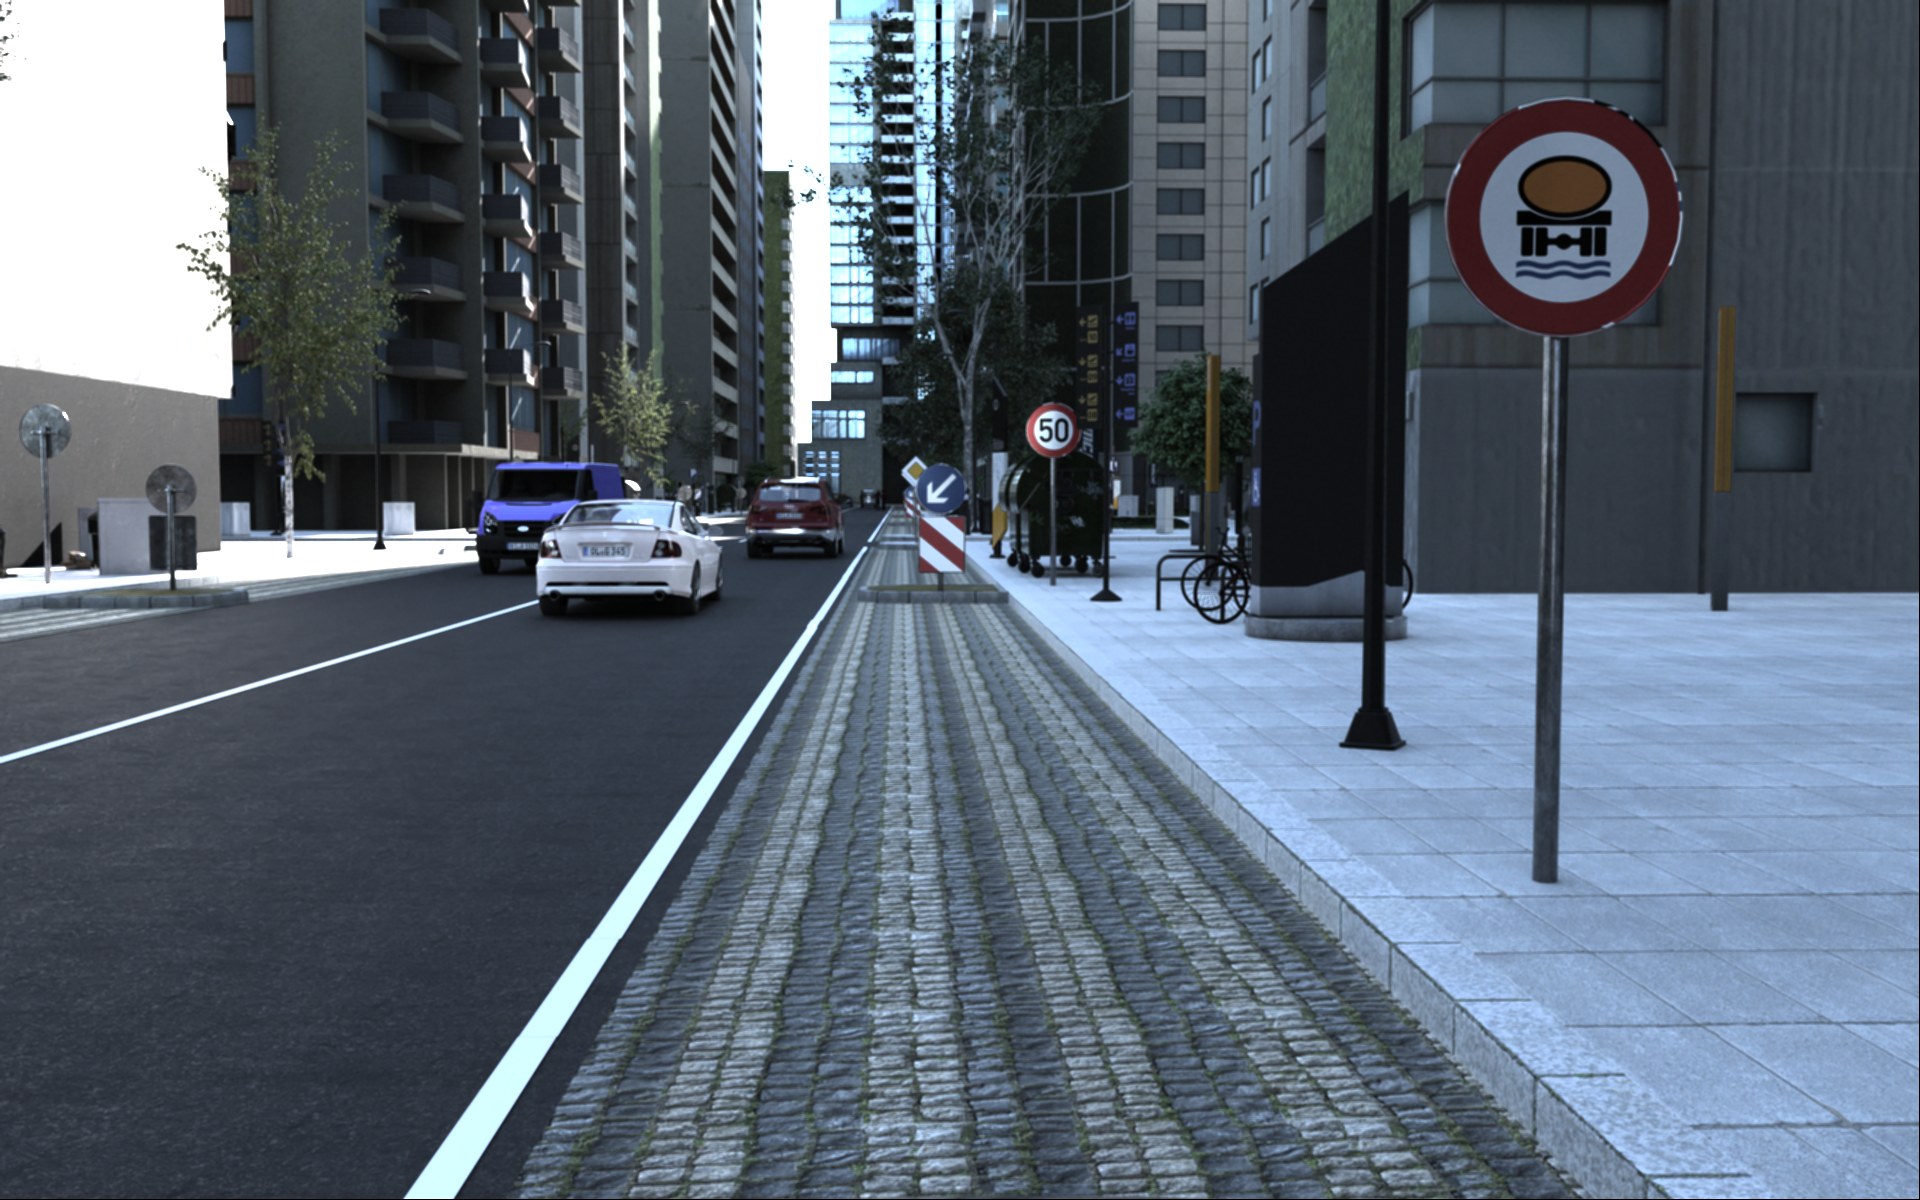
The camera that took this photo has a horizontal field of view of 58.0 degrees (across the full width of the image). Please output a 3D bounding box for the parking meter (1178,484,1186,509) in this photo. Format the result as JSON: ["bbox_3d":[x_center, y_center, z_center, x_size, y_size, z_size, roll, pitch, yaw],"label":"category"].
[{"bbox_3d":[12.665,-5.697,98.862,0.399,1.863,0.255,1,4,19],"label":"parking meter"}]

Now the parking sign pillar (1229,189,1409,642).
[{"bbox_3d":[3.306,-1.657,15.564,1.447,3.967,1.447,0,4,-2],"label":"parking sign pillar"}]

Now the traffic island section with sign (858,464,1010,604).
[{"bbox_3d":[-0.379,-0.907,23.454,1.989,1.847,2.006,0,4,-2],"label":"traffic island section with sign"}]

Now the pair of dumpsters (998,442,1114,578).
[{"bbox_3d":[1.534,-1.589,28.467,1.574,2.255,4.437,0,4,-2],"label":"pair of dumpsters"}]

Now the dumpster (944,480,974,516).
[{"bbox_3d":[-0.158,-4.617,77.976,1.502,2.255,1.985,0,4,-2],"label":"dumpster"}]

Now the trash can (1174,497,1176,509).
[{"bbox_3d":[12.408,-5.528,102.034,0.748,1.137,0.748,0,3,0],"label":"trash can"}]

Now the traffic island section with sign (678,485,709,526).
[{"bbox_3d":[-12.299,-4.219,77.609,1.989,1.847,2.006,0,4,-2],"label":"traffic island section with sign"}]

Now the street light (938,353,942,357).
[{"bbox_3d":[-0.033,-5.176,57.171,1.470,5.913,1.316,0,4,-2],"label":"street light"}]

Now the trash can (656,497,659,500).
[{"bbox_3d":[-17.478,-5.486,101.349,0.748,1.137,0.748,0,3,0],"label":"trash can"}]

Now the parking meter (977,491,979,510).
[{"bbox_3d":[0.931,-5.692,101.475,0.372,1.533,0.369,0,3,0],"label":"parking meter"}]

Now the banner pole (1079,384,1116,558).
[{"bbox_3d":[2.706,-2.728,34.612,0.863,3.779,0.401,-1,4,-13],"label":"banner pole"}]

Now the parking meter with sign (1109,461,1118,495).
[{"bbox_3d":[7.659,-5.804,91.148,0.543,3.016,1.738,-1,4,-23],"label":"parking meter with sign"}]

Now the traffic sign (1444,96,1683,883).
[{"bbox_3d":[1.941,-0.340,5.668,0.768,2.556,0.104,0,3,0],"label":"traffic sign"}]

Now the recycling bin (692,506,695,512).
[{"bbox_3d":[-18.422,-6.693,121.984,0.722,1.027,0.722,-1,4,-22],"label":"recycling bin"}]

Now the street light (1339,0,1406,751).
[{"bbox_3d":[1.563,-2.208,8.640,1.470,5.913,1.316,0,4,-2],"label":"street light"}]

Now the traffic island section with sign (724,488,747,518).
[{"bbox_3d":[-13.229,-5.893,104.982,1.989,1.847,2.006,0,4,-2],"label":"traffic island section with sign"}]

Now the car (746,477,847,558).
[{"bbox_3d":[-3.795,-1.940,40.400,2.281,1.827,5.304,0,4,-1],"label":"car"}]

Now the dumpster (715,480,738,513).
[{"bbox_3d":[-16.176,-7.181,119.904,1.502,2.255,1.985,0,4,-2],"label":"dumpster"}]

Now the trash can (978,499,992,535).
[{"bbox_3d":[0.901,-2.647,54.932,0.748,1.137,0.748,0,3,0],"label":"trash can"}]

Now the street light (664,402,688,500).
[{"bbox_3d":[-14.453,-7.055,87.886,1.470,5.913,1.316,0,4,-2],"label":"street light"}]

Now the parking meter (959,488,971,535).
[{"bbox_3d":[0.144,-2.788,53.998,0.372,1.533,0.369,0,3,0],"label":"parking meter"}]

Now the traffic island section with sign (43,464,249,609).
[{"bbox_3d":[-10.412,-0.845,22.438,1.989,1.847,2.006,0,4,-2],"label":"traffic island section with sign"}]

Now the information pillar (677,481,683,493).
[{"bbox_3d":[-16.196,-5.864,100.370,0.304,2.012,0.304,0,4,1],"label":"information pillar"}]

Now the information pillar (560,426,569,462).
[{"bbox_3d":[-13.814,-4.208,60.150,0.183,3.616,0.504,-1,4,-17],"label":"information pillar"}]

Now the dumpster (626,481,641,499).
[{"bbox_3d":[-14.565,-4.229,74.906,1.264,1.857,1.865,0,4,-2],"label":"dumpster"}]

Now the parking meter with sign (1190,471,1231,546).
[{"bbox_3d":[6.386,-2.903,43.726,0.543,3.016,1.738,2,4,33],"label":"parking meter with sign"}]

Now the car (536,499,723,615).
[{"bbox_3d":[-4.095,-0.584,21.903,2.083,1.381,4.827,0,4,-2],"label":"car"}]

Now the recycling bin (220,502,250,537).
[{"bbox_3d":[-22.089,-2.449,52.600,0.722,1.027,0.722,2,4,24],"label":"recycling bin"}]

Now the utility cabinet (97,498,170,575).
[{"bbox_3d":[-13.149,-1.004,27.580,1.020,1.237,0.306,-2,4,-24],"label":"utility cabinet"}]

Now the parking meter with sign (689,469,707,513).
[{"bbox_3d":[-18.082,-7.566,119.968,0.543,3.016,1.738,-3,4,-36],"label":"parking meter with sign"}]

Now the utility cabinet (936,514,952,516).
[{"bbox_3d":[-0.923,-5.607,102.836,1.020,1.237,0.306,2,4,25],"label":"utility cabinet"}]

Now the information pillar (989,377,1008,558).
[{"bbox_3d":[0.792,-2.641,34.541,0.183,3.616,0.504,-2,4,-29],"label":"information pillar"}]

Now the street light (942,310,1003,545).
[{"bbox_3d":[0.365,-4.359,43.819,1.470,5.913,1.316,0,4,-2],"label":"street light"}]

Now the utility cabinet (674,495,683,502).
[{"bbox_3d":[-15.625,-5.246,96.931,0.306,1.237,1.020,1,4,18],"label":"utility cabinet"}]

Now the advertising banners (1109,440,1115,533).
[{"bbox_3d":[4.968,-3.723,57.057,0.090,3.025,2.074,0,4,-1],"label":"advertising banners"}]

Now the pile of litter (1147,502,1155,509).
[{"bbox_3d":[11.073,-5.287,100.400,1.719,0.858,1.176,1,4,18],"label":"pile of litter"}]

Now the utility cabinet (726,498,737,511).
[{"bbox_3d":[-16.765,-7.257,127.333,0.318,1.500,1.173,1,4,22],"label":"utility cabinet"}]

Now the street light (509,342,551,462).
[{"bbox_3d":[-13.192,-4.922,53.009,1.470,5.913,1.316,0,4,-2],"label":"street light"}]

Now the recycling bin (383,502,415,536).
[{"bbox_3d":[-17.311,-2.501,53.443,0.722,1.027,0.722,-3,5,-43],"label":"recycling bin"}]

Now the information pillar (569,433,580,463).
[{"bbox_3d":[-14.859,-4.605,66.646,0.504,3.616,0.183,0,4,-6],"label":"information pillar"}]

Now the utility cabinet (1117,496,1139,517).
[{"bbox_3d":[6.546,-3.449,67.555,0.306,1.237,1.020,-2,4,-30],"label":"utility cabinet"}]

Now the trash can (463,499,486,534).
[{"bbox_3d":[-15.468,-2.665,55.231,0.748,1.137,0.748,0,3,0],"label":"trash can"}]

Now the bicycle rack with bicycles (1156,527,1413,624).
[{"bbox_3d":[3.448,-0.304,18.354,2.925,0.926,2.852,-1,4,-14],"label":"bicycle rack with bicycles"}]

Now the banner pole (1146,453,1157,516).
[{"bbox_3d":[9.330,-5.795,84.761,0.863,3.779,0.401,3,5,42],"label":"banner pole"}]

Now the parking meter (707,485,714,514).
[{"bbox_3d":[-15.921,-6.414,110.581,0.255,1.863,0.399,3,5,39],"label":"parking meter"}]

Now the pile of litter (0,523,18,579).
[{"bbox_3d":[-15.145,-0.771,26.576,1.176,0.858,1.719,-2,4,-29],"label":"pile of litter"}]

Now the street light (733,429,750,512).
[{"bbox_3d":[-15.604,-9.221,123.309,1.470,5.913,1.316,0,4,-2],"label":"street light"}]

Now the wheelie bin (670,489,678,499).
[{"bbox_3d":[-19.124,-6.662,116.834,0.980,1.594,0.693,3,5,42],"label":"wheelie bin"}]

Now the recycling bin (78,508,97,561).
[{"bbox_3d":[-15.766,-1.192,32.051,0.722,1.027,0.722,1,4,16],"label":"recycling bin"}]

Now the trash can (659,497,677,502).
[{"bbox_3d":[-15.166,-4.838,90.752,0.748,1.137,0.748,0,3,0],"label":"trash can"}]

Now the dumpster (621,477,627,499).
[{"bbox_3d":[-11.723,-3.089,55.457,1.985,2.255,1.502,0,4,-1],"label":"dumpster"}]

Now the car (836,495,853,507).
[{"bbox_3d":[-12.941,-11.135,194.635,1.945,1.354,3.894,0,4,-2],"label":"car"}]

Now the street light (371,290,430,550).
[{"bbox_3d":[-12.749,-4.096,39.516,1.470,5.913,1.316,0,4,-2],"label":"street light"}]

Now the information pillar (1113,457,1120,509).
[{"bbox_3d":[9.341,-6.866,103.607,0.504,3.616,0.183,-1,4,-11],"label":"information pillar"}]

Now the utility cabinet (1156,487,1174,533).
[{"bbox_3d":[6.624,-2.899,56.074,0.318,1.500,1.173,1,4,20],"label":"utility cabinet"}]

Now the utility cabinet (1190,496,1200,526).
[{"bbox_3d":[9.764,-3.659,70.991,0.306,1.237,1.020,2,4,32],"label":"utility cabinet"}]
